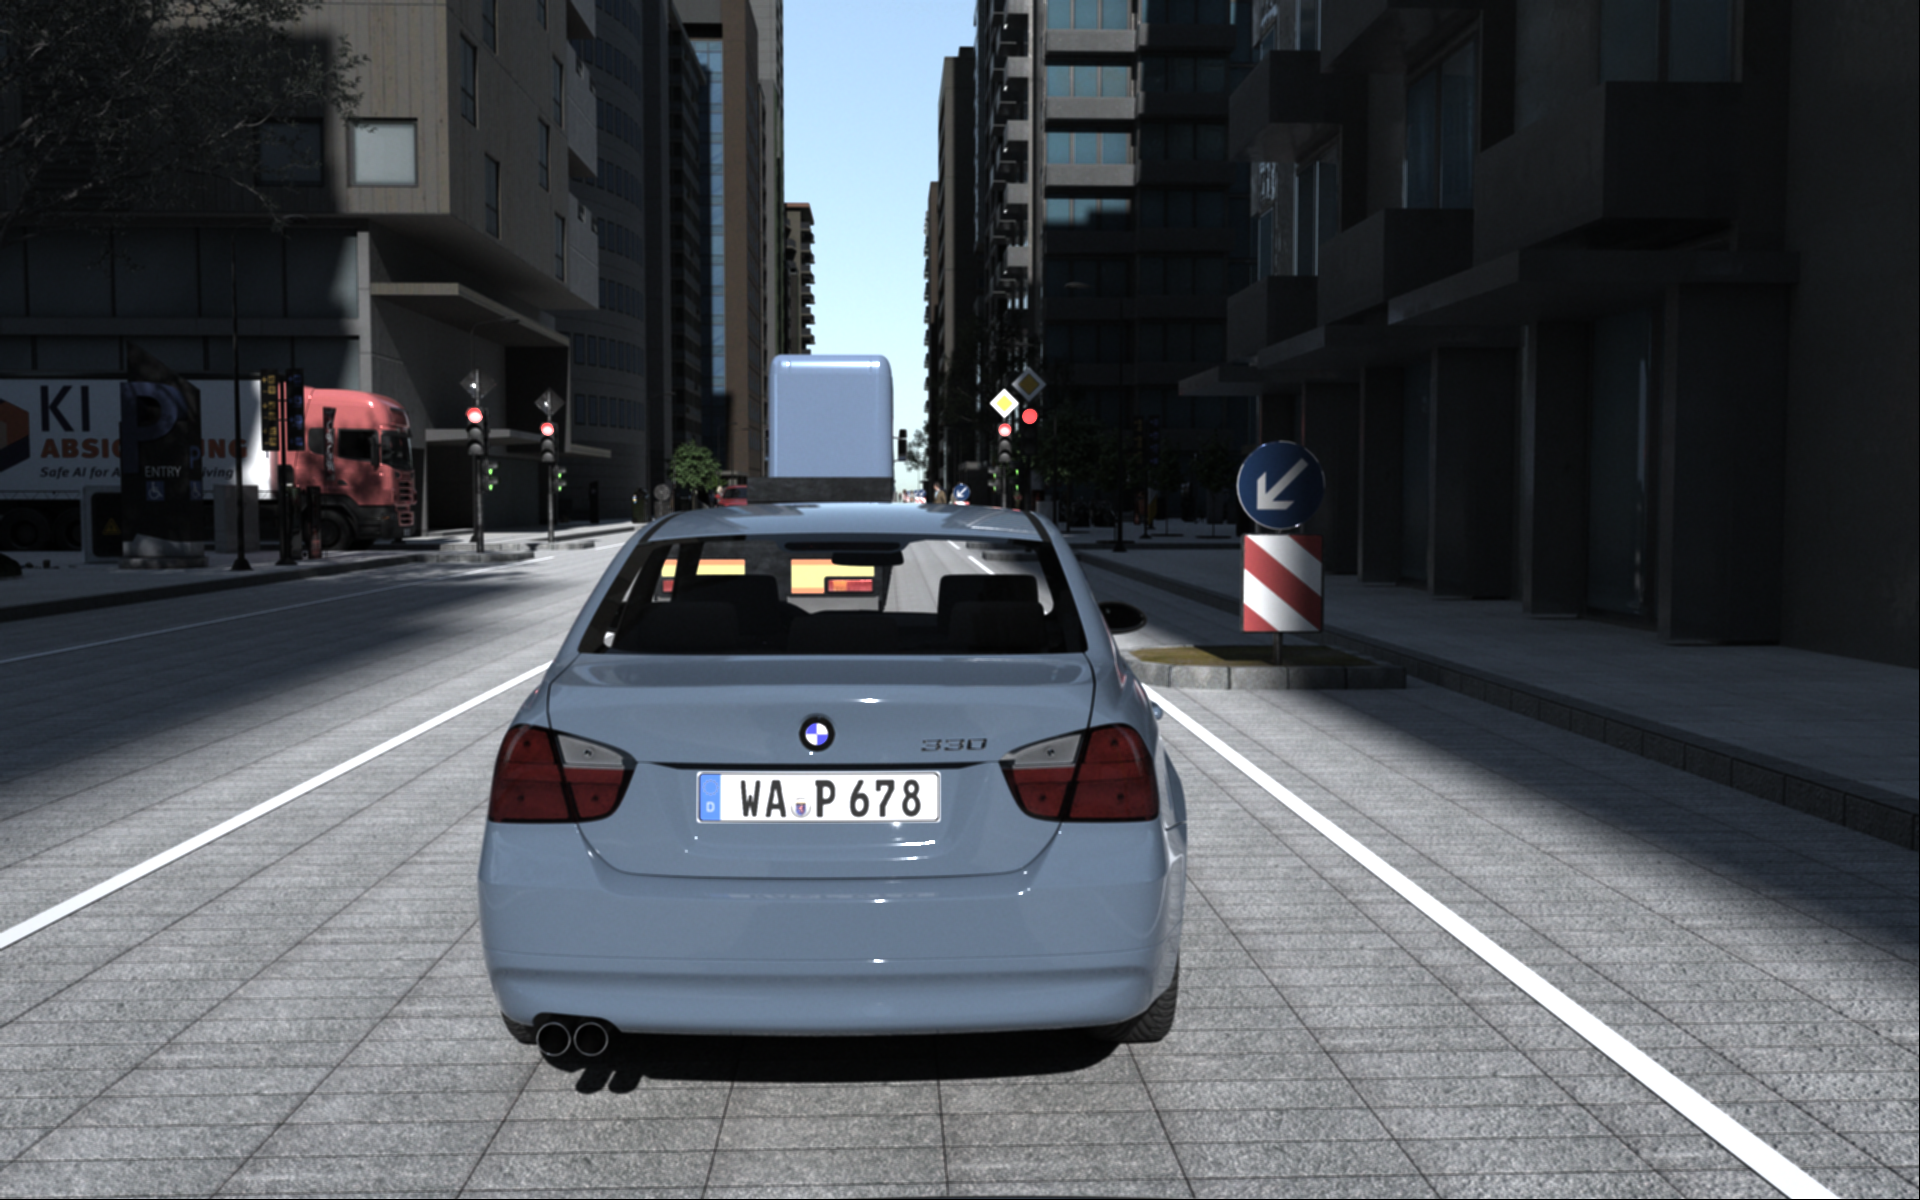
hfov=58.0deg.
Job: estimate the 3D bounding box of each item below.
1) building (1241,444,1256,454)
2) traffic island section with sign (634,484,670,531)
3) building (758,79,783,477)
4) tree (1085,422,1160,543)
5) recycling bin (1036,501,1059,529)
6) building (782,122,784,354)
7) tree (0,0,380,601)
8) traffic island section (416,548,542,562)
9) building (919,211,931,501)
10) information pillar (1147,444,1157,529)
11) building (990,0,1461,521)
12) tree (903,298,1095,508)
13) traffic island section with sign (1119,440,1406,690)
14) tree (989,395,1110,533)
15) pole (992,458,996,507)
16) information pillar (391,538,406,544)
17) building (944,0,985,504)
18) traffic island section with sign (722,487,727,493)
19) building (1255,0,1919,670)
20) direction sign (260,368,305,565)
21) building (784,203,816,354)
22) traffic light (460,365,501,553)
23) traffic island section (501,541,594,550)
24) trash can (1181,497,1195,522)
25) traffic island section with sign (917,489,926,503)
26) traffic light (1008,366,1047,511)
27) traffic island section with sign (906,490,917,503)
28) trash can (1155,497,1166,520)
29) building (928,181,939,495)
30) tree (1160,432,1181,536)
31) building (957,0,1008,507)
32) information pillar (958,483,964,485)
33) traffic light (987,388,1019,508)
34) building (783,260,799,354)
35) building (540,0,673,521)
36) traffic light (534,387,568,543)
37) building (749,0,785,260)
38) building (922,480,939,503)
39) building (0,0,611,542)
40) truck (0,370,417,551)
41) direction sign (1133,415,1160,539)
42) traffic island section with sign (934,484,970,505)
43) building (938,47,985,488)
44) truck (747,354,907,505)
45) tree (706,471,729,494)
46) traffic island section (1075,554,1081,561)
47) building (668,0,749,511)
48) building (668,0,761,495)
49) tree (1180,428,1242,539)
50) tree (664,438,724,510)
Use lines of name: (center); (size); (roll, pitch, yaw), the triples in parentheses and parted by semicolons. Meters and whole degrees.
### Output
building: (24.622, -24.650, 57.654); (28.867, 44.769, 22.147); (0, 4, -2)
traffic island section with sign: (-11.796, -3.671, 68.652); (1.989, 1.847, 2.006); (0, 4, -2)
building: (-24.820, -29.482, 165.633); (14.154, 41.232, 14.086); (0, 4, -2)
tree: (3.968, -3.106, 45.388); (1.663, 3.219, 1.824); (0, 3, 0)
recycling bin: (3.111, -3.009, 61.748); (0.722, 1.027, 0.722); (0, 4, -7)
building: (-25.723, -30.341, 179.666); (14.154, 41.232, 14.086); (0, 4, -2)
tree: (-12.204, -6.708, 20.042); (12.009, 13.543, 11.850); (0, 3, 0)
traffic island section: (-10.495, -0.951, 37.828); (2.009, 0.180, 2.903); (0, 4, -2)
building: (5.708, -39.461, 264.798); (23.786, 49.044, 30.456); (0, 4, -2)
information pillar: (7.015, -4.390, 63.139); (0.183, 3.616, 0.504); (3, 4, 38)
building: (13.395, -29.681, 104.886); (23.786, 49.044, 30.456); (0, 4, -2)
tree: (2.278, -9.010, 81.724); (8.767, 10.594, 7.601); (1, 4, 11)
traffic island section with sign: (2.247, -0.306, 13.630); (1.989, 1.847, 2.006); (0, 4, -2)
tree: (3.677, -4.514, 57.521); (4.285, 4.588, 4.351); (0, 3, 0)
pole: (1.819, -6.040, 92.589); (0.158, 3.312, 0.155); (0, 3, 0)
information pillar: (-14.480, -3.266, 44.750); (0.504, 3.616, 0.183); (1, 4, 22)
building: (10.159, -51.715, 158.213); (22.319, 86.520, 31.000); (0, 4, -2)
traffic island section with sign: (-12.929, -5.318, 95.583); (1.989, 1.847, 2.006); (0, 4, -2)
building: (16.109, -24.593, 21.710); (23.786, 49.044, 30.456); (0, 4, -2)
direction sign: (-12.237, -2.407, 31.346); (0.876, 3.537, 0.379); (1, 4, 15)
building: (-32.468, -36.578, 252.681); (22.147, 44.769, 28.867); (0, 4, -2)
traffic light: (-10.455, -2.983, 37.695); (0.839, 4.253, 0.868); (0, 4, -2)
traffic island section: (-10.831, -1.439, 45.806); (2.009, 0.180, 2.903); (0, 4, -2)
trash can: (10.511, -4.148, 79.471); (0.748, 1.137, 0.748); (0, 3, 0)
traffic island section with sign: (-1.220, -5.350, 96.103); (1.989, 1.847, 2.006); (0, 4, -2)
traffic light: (1.495, -3.015, 38.211); (0.839, 4.253, 0.868); (0, 4, -2)
traffic island section with sign: (-3.293, -8.362, 145.345); (1.989, 1.847, 2.006); (0, 4, -2)
trash can: (9.969, -4.546, 85.976); (0.748, 1.137, 0.748); (0, 3, 0)
building: (2.636, -36.191, 241.837); (14.600, 45.320, 14.200); (0, 4, -2)
tree: (6.443, -3.572, 53.000); (1.663, 3.219, 1.824); (0, 3, 0)
building: (10.476, -42.479, 132.782); (20.563, 71.187, 20.611); (0, 4, -2)
information pillar: (0.067, -6.504, 110.832); (0.304, 2.012, 0.304); (2, 4, 33)
traffic light: (1.160, -3.503, 46.189); (0.839, 4.253, 0.868); (0, 4, -2)
building: (-26.952, -26.886, 211.292); (14.160, 30.474, 14.107); (0, 4, -2)
building: (-27.903, -33.673, 92.550); (21.231, 58.520, 28.212); (0, 4, -2)
traffic light: (-10.790, -3.471, 45.673); (0.839, 4.253, 0.868); (0, 4, -2)
building: (-31.328, -48.254, 227.208); (20.563, 71.187, 20.611); (0, 4, -2)
building: (11.327, -32.485, 223.017); (32.217, 40.220, 23.993); (0, 4, -2)
building: (-27.373, -28.605, 56.930); (28.713, 52.752, 27.495); (0, 4, -2)
truck: (-17.978, -3.151, 40.433); (11.283, 4.237, 2.839); (0, 4, -4)
direction sign: (5.352, -3.538, 49.844); (0.876, 3.537, 0.379); (3, 4, 38)
traffic island section with sign: (-0.074, -3.672, 68.659); (1.989, 1.847, 2.006); (0, 4, -2)
building: (8.650, -34.366, 185.583); (21.300, 48.544, 21.600); (0, 4, -2)
truck: (-2.323, -2.316, 27.627); (2.967, 4.110, 18.799); (0, 4, -2)
tree: (-16.648, -7.476, 116.833); (1.663, 3.219, 1.824); (0, 3, 0)
traffic island section: (1.536, -0.981, 38.327); (2.009, 0.180, 2.903); (0, 4, -2)
building: (-32.828, -26.926, 132.121); (32.217, 40.220, 23.993); (0, 4, -2)
building: (-24.980, -30.658, 151.372); (14.600, 45.320, 14.200); (0, 4, -2)
tree: (7.517, -3.411, 50.374); (1.663, 3.219, 1.824); (0, 3, 0)
tree: (-15.434, -7.136, 100.390); (4.285, 4.588, 4.351); (0, 3, 0)
